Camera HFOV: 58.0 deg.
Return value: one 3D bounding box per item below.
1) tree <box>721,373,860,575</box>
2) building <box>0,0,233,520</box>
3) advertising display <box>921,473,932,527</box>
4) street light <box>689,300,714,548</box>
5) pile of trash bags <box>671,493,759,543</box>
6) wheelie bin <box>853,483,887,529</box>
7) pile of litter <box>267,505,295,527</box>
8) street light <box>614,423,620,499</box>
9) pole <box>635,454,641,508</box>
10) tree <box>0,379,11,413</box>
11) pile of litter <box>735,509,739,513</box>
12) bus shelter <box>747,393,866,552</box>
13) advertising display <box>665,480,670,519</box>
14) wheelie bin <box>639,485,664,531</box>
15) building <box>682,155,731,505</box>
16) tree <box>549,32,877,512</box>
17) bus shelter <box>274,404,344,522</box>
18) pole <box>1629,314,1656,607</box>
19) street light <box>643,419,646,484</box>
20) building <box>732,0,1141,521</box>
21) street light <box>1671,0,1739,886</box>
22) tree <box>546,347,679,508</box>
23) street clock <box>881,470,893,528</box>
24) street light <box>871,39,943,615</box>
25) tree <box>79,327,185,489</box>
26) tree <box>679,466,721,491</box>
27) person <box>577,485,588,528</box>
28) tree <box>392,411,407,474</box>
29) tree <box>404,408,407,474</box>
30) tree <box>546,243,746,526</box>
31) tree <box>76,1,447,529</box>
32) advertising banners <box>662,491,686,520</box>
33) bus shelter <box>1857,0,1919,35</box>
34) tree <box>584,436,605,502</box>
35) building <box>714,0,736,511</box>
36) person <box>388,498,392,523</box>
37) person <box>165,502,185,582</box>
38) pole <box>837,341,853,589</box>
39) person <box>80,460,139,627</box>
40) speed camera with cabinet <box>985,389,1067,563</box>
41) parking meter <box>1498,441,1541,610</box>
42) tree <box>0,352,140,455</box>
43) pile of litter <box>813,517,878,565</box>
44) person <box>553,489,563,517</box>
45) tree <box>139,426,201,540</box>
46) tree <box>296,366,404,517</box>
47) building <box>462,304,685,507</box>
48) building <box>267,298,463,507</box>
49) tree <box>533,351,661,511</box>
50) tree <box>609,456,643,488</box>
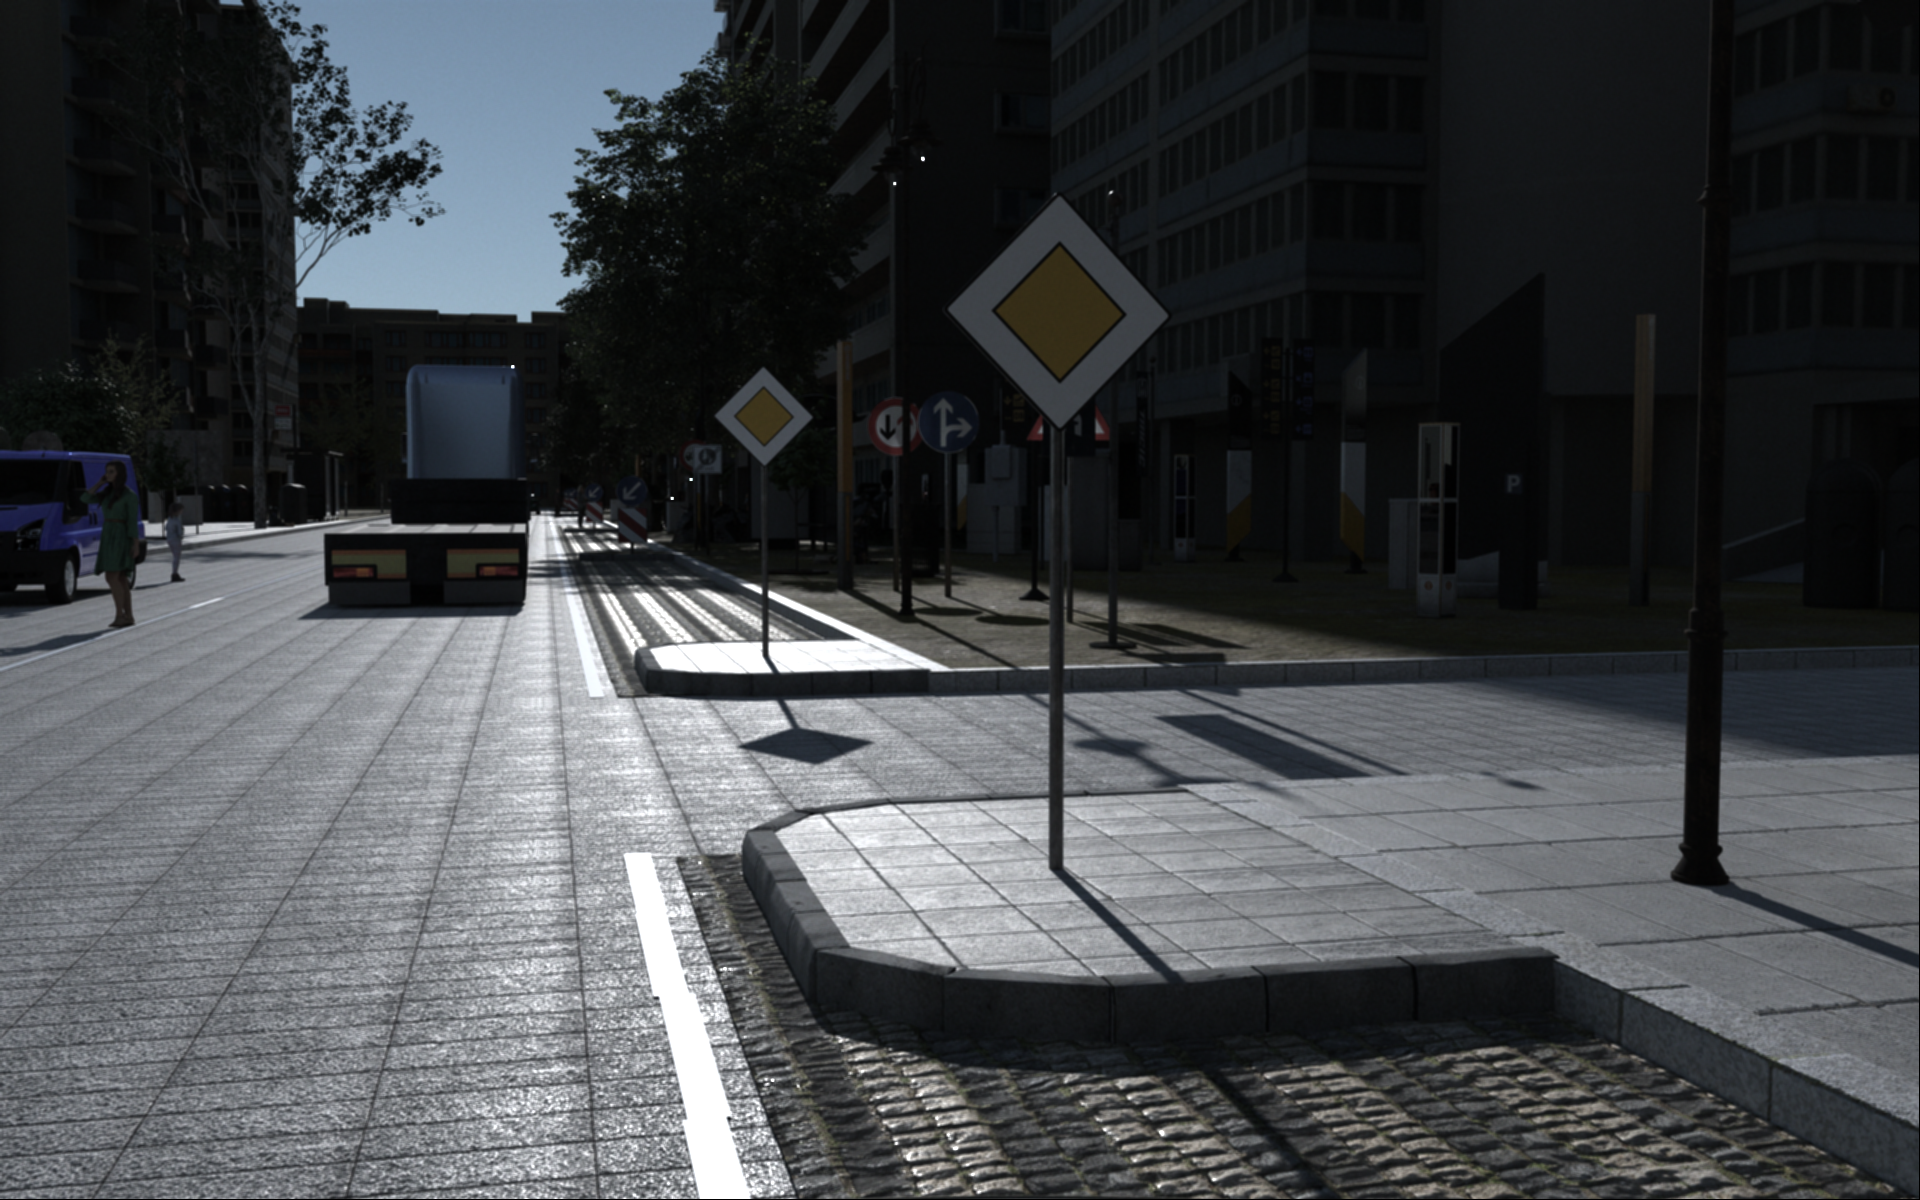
[{"bbox_3d":[-2.628,-2.022,27.665,1.663,3.219,1.824,0,3,0],"label":"tree"},{"bbox_3d":[-52.969,-26.858,93.759,22.147,44.769,28.867,-1,4,-13],"label":"building"},{"bbox_3d":[-1.018,-2.925,53.044,0.123,1.923,0.974,-1,4,-14],"label":"advertising display"},{"bbox_3d":[-6.147,-4.190,41.289,0.468,5.910,1.993,-1,4,-13],"label":"street light"},{"bbox_3d":[-6.228,-2.259,46.681,1.912,1.369,3.447,1,4,22],"label":"pile of trash bags"},{"bbox_3d":[-2.496,-2.491,48.638,0.980,1.594,0.693,-1,4,-20],"label":"wheelie bin"},{"bbox_3d":[-26.733,-3.307,68.031,1.176,0.858,1.719,-1,4,-20],"label":"pile of litter"},{"bbox_3d":[-17.146,-6.972,86.780,0.468,5.910,1.993,-1,4,-13],"label":"street light"},{"bbox_3d":[-11.612,-4.203,62.566,0.158,3.312,0.155,0,3,0],"label":"pole"},{"bbox_3d":[-44.677,-7.740,76.909,4.360,8.622,3.978,0,3,0],"label":"tree"},{"bbox_3d":[-7.040,-2.432,53.723,1.176,0.858,1.719,-1,4,-16],"label":"pile of litter"},{"bbox_3d":[-3.515,-2.663,37.469,2.014,3.302,5.546,-1,4,-14],"label":"bus shelter"},{"bbox_3d":[-13.399,-4.536,79.381,0.123,1.923,0.974,0,4,-1],"label":"advertising display"},{"bbox_3d":[-10.706,-3.179,59.878,0.693,1.594,0.980,2,4,30],"label":"wheelie bin"},{"bbox_3d":[-17.046,-23.134,149.944,14.160,30.474,14.107,-1,4,-13],"label":"building"},{"bbox_3d":[-7.199,-8.722,49.262,9.857,13.997,8.962,0,3,0],"label":"tree"},{"bbox_3d":[-30.134,-6.269,80.125,2.179,5.291,8.768,-1,4,-14],"label":"bus shelter"},{"bbox_3d":[7.782,-1.584,19.749,0.158,3.312,0.155,0,3,0],"label":"pole"},{"bbox_3d":[-11.680,-5.582,64.058,0.468,5.910,1.993,-1,4,-13],"label":"street light"},{"bbox_3d":[-1.761,-29.343,103.466,21.300,48.544,21.600,-1,4,-13],"label":"building"},{"bbox_3d":[2.459,-2.006,5.578,0.468,5.910,1.993,-1,4,-13],"label":"street light"},{"bbox_3d":[-19.726,-10.233,101.723,7.601,10.594,8.767,2,4,29],"label":"tree"},{"bbox_3d":[-2.146,-2.858,51.294,0.358,2.002,0.471,2,4,23],"label":"street clock"},{"bbox_3d":[-0.566,-2.779,18.225,0.468,5.910,1.993,-1,4,-13],"label":"street light"},{"bbox_3d":[-37.196,-7.783,77.607,4.360,8.622,3.978,0,3,0],"label":"tree"},{"bbox_3d":[-7.978,-3.766,56.176,1.663,3.219,1.824,0,3,0],"label":"tree"},{"bbox_3d":[-15.497,-3.825,71.229,0.526,1.800,0.537,3,5,45],"label":"person"},{"bbox_3d":[-46.382,-12.052,147.406,4.360,8.622,3.978,0,3,0],"label":"tree"},{"bbox_3d":[-38.903,-10.178,116.780,4.737,8.622,4.395,0,3,0],"label":"tree"},{"bbox_3d":[-12.286,-8.841,70.305,9.928,11.665,9.643,0,3,0],"label":"tree"},{"bbox_3d":[-25.124,-12.787,64.957,12.611,20.169,13.585,0,3,0],"label":"tree"},{"bbox_3d":[-13.659,-5.440,85.137,2.074,3.025,0.090,-1,4,-10],"label":"advertising banners"},{"bbox_3d":[4.489,-0.564,3.153,2.014,3.302,5.546,-1,4,-13],"label":"bus shelter"},{"bbox_3d":[-31.939,-12.229,150.301,4.360,8.622,3.978,0,3,0],"label":"tree"},{"bbox_3d":[-6.299,-31.160,129.080,23.786,49.044,30.456,-1,4,-13],"label":"building"},{"bbox_3d":[-25.190,-4.185,77.119,0.583,1.804,0.606,1,4,14],"label":"person"},{"bbox_3d":[-12.816,-0.951,28.329,0.425,1.301,0.394,1,4,19],"label":"person"},{"bbox_3d":[-1.546,-1.800,23.280,0.158,3.312,0.155,0,3,0],"label":"pole"},{"bbox_3d":[-9.014,-0.601,18.572,0.600,1.795,0.529,1,4,10],"label":"person"},{"bbox_3d":[1.521,-2.337,32.548,2.038,3.252,0.660,1,4,19],"label":"speed camera with cabinet"},{"bbox_3d":[6.217,-0.830,19.287,0.255,1.863,0.399,-3,4,-38],"label":"parking meter"},{"bbox_3d":[-20.737,-3.443,40.001,4.285,4.588,4.351,0,3,0],"label":"tree"},{"bbox_3d":[-2.123,-1.097,31.898,1.176,0.858,1.719,-1,4,-13],"label":"pile of litter"},{"bbox_3d":[-25.100,-6.066,108.237,0.434,1.755,0.990,-3,5,-41],"label":"person"},{"bbox_3d":[-22.558,-3.315,48.805,1.663,3.219,1.824,0,3,0],"label":"tree"},{"bbox_3d":[-35.351,-9.084,98.890,4.737,8.622,4.395,0,3,0],"label":"tree"},{"bbox_3d":[-38.528,-21.101,190.044,28.899,21.520,27.650,-1,4,-13],"label":"building"},{"bbox_3d":[-66.836,-20.742,184.177,28.899,21.520,27.650,-1,4,-13],"label":"building"},{"bbox_3d":[-27.610,-13.137,131.793,9.611,12.733,9.660,0,3,0],"label":"tree"},{"bbox_3d":[-15.176,-5.157,78.924,1.663,3.219,1.824,0,3,0],"label":"tree"}]
